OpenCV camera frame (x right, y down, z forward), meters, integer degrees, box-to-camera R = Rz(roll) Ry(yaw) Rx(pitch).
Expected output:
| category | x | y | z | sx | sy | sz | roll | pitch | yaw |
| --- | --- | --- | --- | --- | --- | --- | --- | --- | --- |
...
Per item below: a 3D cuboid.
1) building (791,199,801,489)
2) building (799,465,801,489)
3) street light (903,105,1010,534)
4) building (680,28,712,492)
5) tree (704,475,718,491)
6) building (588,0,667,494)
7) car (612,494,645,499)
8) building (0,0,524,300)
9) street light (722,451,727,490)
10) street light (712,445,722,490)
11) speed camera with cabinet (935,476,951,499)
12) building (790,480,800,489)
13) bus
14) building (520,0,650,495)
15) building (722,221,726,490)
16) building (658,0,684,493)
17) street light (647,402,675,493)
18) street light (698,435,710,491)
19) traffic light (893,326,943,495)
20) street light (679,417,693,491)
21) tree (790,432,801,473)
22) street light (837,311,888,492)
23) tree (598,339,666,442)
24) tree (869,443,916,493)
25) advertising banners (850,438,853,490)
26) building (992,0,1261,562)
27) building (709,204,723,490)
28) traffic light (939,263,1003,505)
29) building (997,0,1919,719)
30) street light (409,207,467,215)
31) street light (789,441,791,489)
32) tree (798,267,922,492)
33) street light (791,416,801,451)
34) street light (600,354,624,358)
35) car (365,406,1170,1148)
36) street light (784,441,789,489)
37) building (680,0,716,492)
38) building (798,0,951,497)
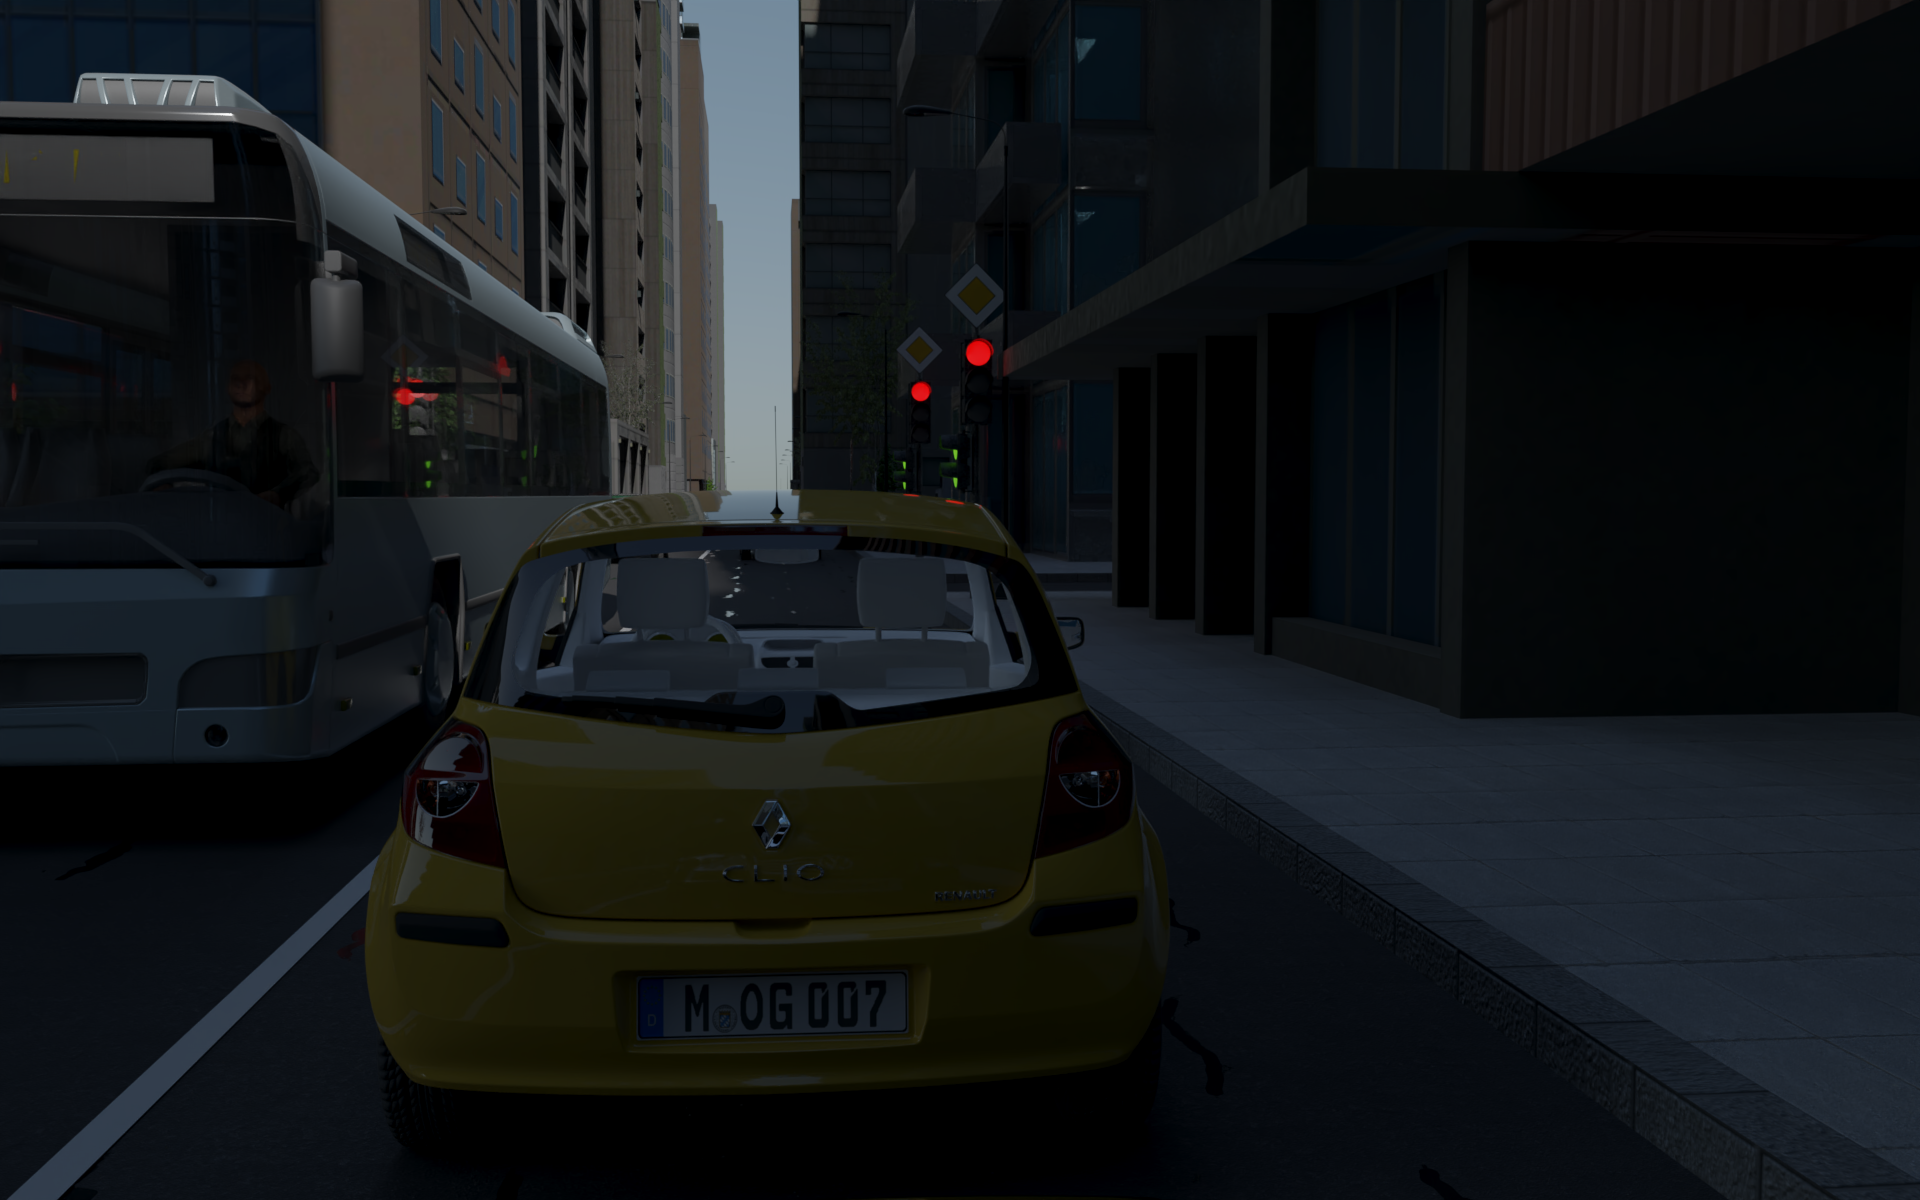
| category | x | y | z | sx | sy | sz | roll | pitch | yaw |
| --- | --- | --- | --- | --- | --- | --- | --- | --- | --- |
| building | -17.882 | -37.045 | 255.800 | 14.600 | 45.320 | 14.200 | 0 | 4 | -6 |
| building | -2.601 | -42.852 | 138.875 | 20.563 | 71.187 | 20.611 | 0 | 4 | -6 |
| street light | 0.016 | -2.960 | 20.931 | 1.470 | 5.913 | 1.316 | 0 | 4 | -6 |
| building | -31.867 | -31.667 | 167.864 | 14.600 | 45.320 | 14.200 | 0 | 4 | -6 |
| tree | -25.887 | -11.313 | 179.568 | 1.663 | 3.219 | 1.824 | 0 | 3 | 0 |
| building | -23.385 | -19.637 | 92.769 | 14.160 | 30.474 | 14.107 | 0 | 4 | -6 |
| car | -7.267 | -1.565 | 37.389 | 2.131 | 1.459 | 4.920 | 0 | 4 | -7 |
| building | -18.125 | -23.793 | 39.124 | 14.600 | 45.320 | 14.200 | 0 | 4 | -6 |
| street light | -26.205 | -13.109 | 186.875 | 1.470 | 5.913 | 1.316 | 0 | 4 | -6 |
| street light | -23.640 | -11.741 | 164.512 | 1.470 | 5.913 | 1.316 | 0 | 4 | -6 |
| speed camera with cabinet | -0.418 | -3.789 | 56.280 | 0.660 | 3.252 | 2.038 | 0 | 4 | -7 |
| building | -6.991 | -33.389 | 237.792 | 32.217 | 40.220 | 23.993 | 0 | 4 | -6 |
| bus | -4.447 | -1.072 | 12.388 | 2.948 | 3.499 | 13.247 | 0 | 4 | -6 |
| building | -22.398 | -38.234 | 63.376 | 20.563 | 71.187 | 20.611 | 0 | 4 | -6 |
| building | -41.391 | -34.711 | 251.114 | 14.154 | 41.232 | 14.086 | 0 | 4 | -6 |
| building | -29.816 | -35.030 | 114.742 | 21.231 | 58.520 | 28.212 | 0 | 4 | -6 |
| street light | -15.127 | -7.000 | 86.994 | 1.470 | 5.913 | 1.316 | 0 | 4 | -6 |
| street light | -20.486 | -9.941 | 135.069 | 1.470 | 5.913 | 1.316 | 0 | 4 | -6 |
| traffic light | -0.701 | -2.460 | 29.138 | 0.839 | 4.253 | 0.868 | 0 | 4 | -6 |
| street light | -16.993 | -8.078 | 104.614 | 1.470 | 5.913 | 1.316 | 0 | 4 | -6 |
| tree | -16.956 | -14.881 | 193.663 | 4.360 | 8.622 | 3.978 | 0 | 3 | 0 |
| street light | -2.429 | -4.382 | 44.183 | 1.470 | 5.913 | 1.316 | 0 | 4 | -6 |
| tree | -15.881 | -8.009 | 81.308 | 4.360 | 8.622 | 3.978 | 0 | 3 | 0 |
| tree | -2.550 | -3.950 | 59.185 | 1.663 | 3.219 | 1.824 | 0 | 3 | 0 |
| advertising banners | -3.293 | -3.437 | 52.379 | 0.090 | 3.025 | 2.074 | 0 | 4 | -4 |
| building | 13.664 | -25.837 | 42.042 | 30.456 | 49.044 | 23.786 | 0 | 4 | -6 |
| building | -40.269 | -33.827 | 236.662 | 14.154 | 41.232 | 14.086 | 0 | 4 | -6 |
| traffic light | 0.176 | -1.974 | 21.201 | 0.839 | 4.253 | 0.868 | 0 | 4 | -6 |
| building | 12.682 | -21.560 | 7.132 | 22.147 | 44.769 | 28.867 | 0 | 4 | -6 |
| street light | -8.676 | -3.400 | 28.135 | 1.470 | 5.913 | 1.316 | 0 | 4 | -6 |
| street light | -11.042 | -9.095 | 121.243 | 1.470 | 5.913 | 1.316 | 0 | 4 | -6 |
| tree | -2.992 | -6.428 | 55.467 | 4.737 | 8.622 | 4.395 | 0 | 3 | 0 |
| street light | -9.169 | -8.003 | 103.398 | 1.470 | 5.913 | 1.316 | 0 | 4 | -6 |
| street light | -11.865 | -5.207 | 57.668 | 1.470 | 5.913 | 1.316 | 0 | 4 | -6 |
| car | -0.530 | 0.302 | 5.282 | 2.015 | 1.641 | 3.980 | 0 | 4 | -5 |
| street light | -14.284 | -10.889 | 150.582 | 1.470 | 5.913 | 1.316 | 0 | 4 | -6 |
| building | -41.368 | -55.037 | 212.521 | 22.319 | 86.520 | 31.000 | 0 | 4 | -6 |
| building | 0.723 | -23.472 | 67.369 | 14.154 | 41.232 | 14.086 | 0 | 4 | -6 |
